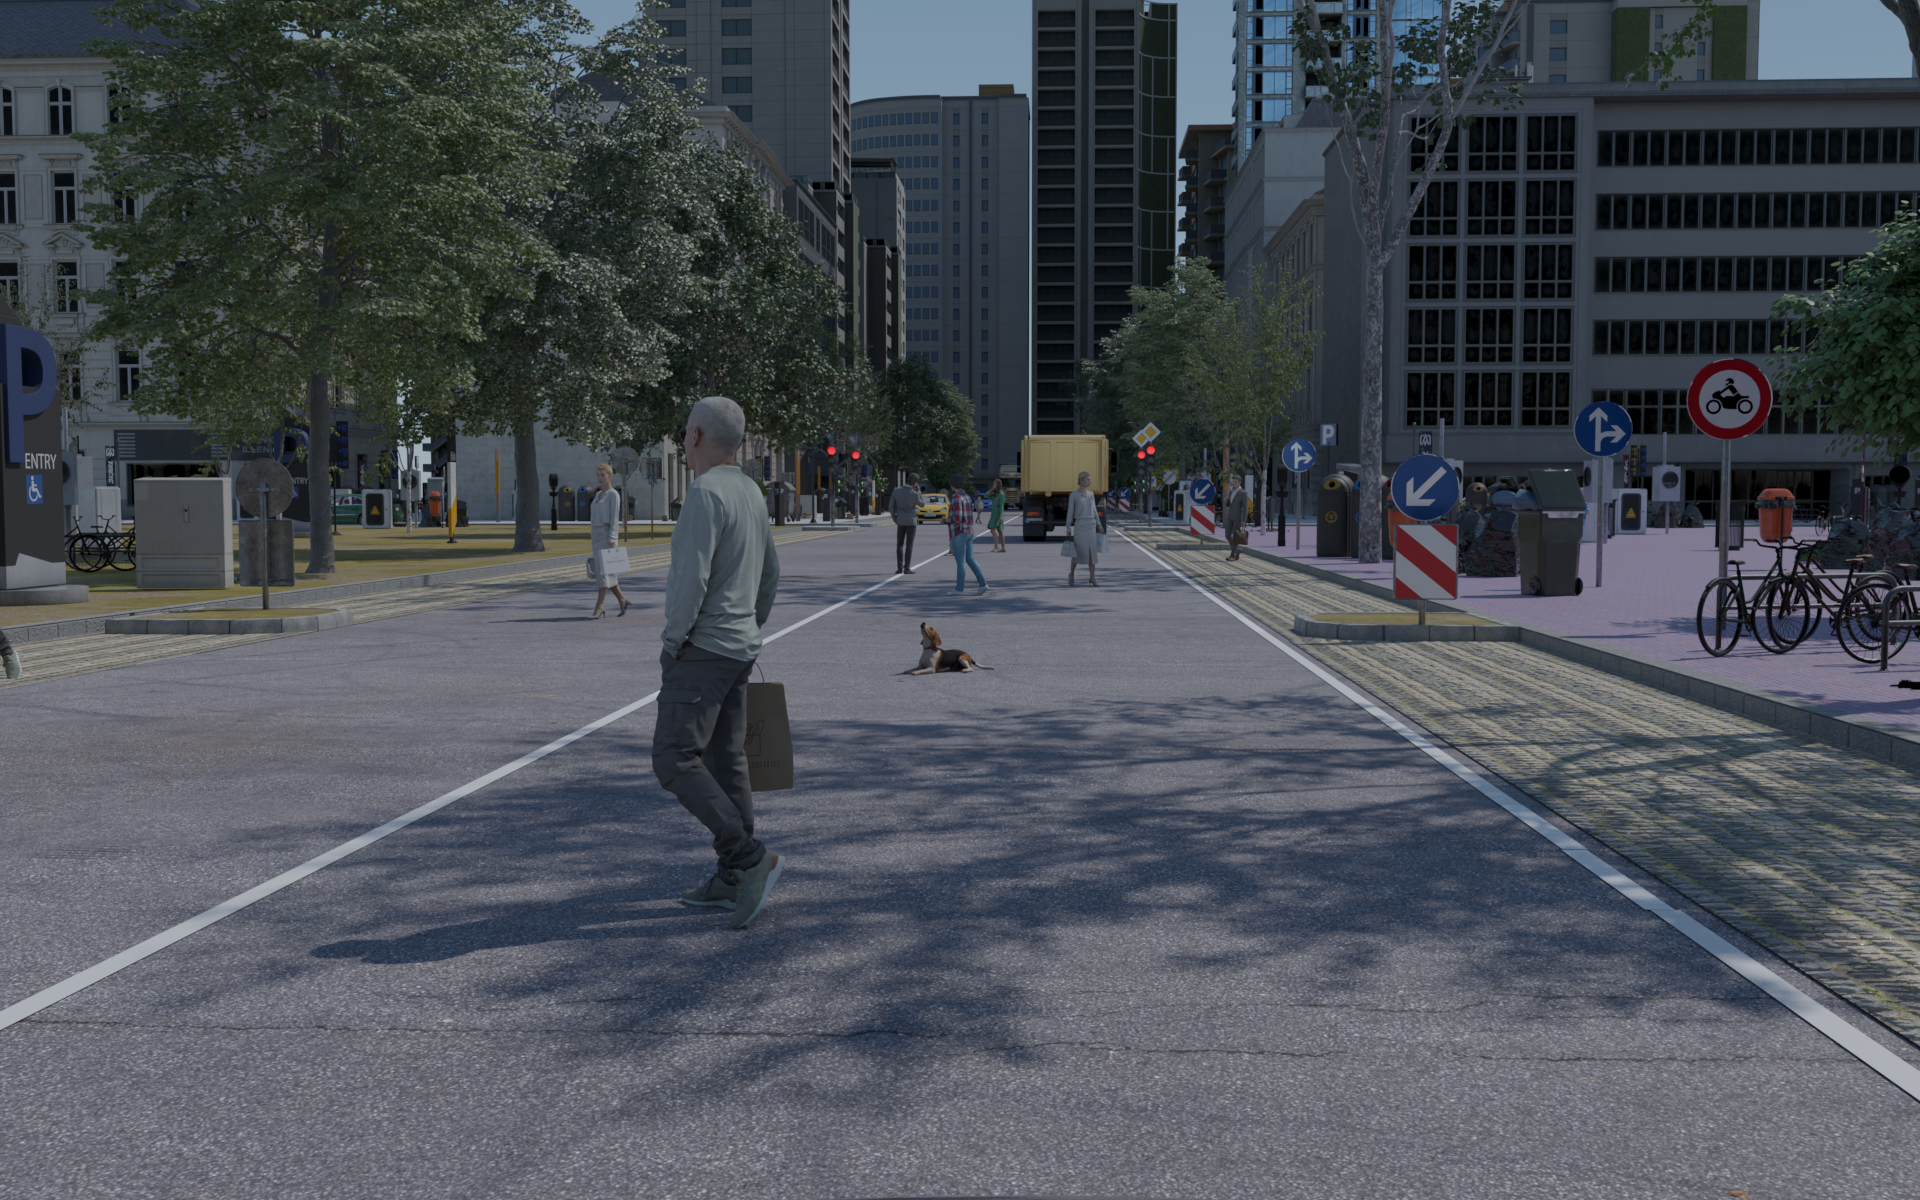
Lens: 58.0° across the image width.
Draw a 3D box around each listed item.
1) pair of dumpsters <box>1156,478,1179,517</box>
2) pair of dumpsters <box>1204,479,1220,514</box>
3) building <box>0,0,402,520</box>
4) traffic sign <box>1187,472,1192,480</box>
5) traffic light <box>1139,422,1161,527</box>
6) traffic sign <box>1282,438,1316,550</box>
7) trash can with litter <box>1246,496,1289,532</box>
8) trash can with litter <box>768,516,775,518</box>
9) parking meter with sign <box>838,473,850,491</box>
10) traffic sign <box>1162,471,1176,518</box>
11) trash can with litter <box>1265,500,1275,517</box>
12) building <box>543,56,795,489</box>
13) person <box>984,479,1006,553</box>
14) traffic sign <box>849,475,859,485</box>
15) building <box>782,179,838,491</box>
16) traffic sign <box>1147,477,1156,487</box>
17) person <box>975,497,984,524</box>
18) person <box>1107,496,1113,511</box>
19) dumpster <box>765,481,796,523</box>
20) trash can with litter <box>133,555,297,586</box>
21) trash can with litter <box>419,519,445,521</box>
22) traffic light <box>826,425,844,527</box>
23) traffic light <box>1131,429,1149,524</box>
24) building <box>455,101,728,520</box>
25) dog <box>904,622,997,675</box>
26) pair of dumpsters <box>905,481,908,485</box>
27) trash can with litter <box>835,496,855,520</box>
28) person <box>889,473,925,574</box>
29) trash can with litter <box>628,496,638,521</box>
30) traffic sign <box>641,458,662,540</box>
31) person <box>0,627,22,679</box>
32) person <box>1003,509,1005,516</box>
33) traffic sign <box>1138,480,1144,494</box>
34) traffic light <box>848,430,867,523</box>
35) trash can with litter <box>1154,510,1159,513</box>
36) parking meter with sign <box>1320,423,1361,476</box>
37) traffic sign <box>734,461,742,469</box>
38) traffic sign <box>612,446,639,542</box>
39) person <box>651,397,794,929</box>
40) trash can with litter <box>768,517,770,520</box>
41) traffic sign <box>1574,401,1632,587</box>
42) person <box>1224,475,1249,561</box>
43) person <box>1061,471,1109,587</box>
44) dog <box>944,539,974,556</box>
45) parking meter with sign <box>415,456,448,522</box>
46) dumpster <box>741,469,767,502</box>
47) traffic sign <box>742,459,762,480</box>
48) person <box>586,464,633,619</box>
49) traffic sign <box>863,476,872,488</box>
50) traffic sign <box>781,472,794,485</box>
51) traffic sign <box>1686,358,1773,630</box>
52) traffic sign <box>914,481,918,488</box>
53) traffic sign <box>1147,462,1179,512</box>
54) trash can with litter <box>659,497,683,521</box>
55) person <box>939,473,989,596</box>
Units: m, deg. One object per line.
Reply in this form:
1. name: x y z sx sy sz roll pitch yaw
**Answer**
1. pair of dumpsters: 11.846 -5.768 96.799 1.574 2.255 4.437 0 4 3
2. pair of dumpsters: 12.820 -5.449 91.584 1.574 2.255 4.437 0 4 3
3. building: -54.617 -19.407 93.720 44.131 29.872 17.030 0 4 3
4. traffic sign: 13.472 -6.230 101.863 0.884 2.594 0.081 1 4 11
5. traffic light: 7.395 -4.804 67.460 0.839 4.253 0.868 0 4 3
6. traffic sign: 7.776 -2.426 39.774 0.768 2.556 0.104 1 4 8
7. trash can with litter: 10.418 -2.946 59.227 1.678 1.210 2.233 1 4 23
8. trash can with litter: -10.631 -4.894 91.072 2.233 1.210 1.678 -2 4 -32
9. parking meter with sign: -9.304 -9.113 145.253 1.738 3.016 0.543 -2 4 -29
10. traffic sign: 11.359 -5.747 94.069 0.768 2.556 0.104 1 4 9
11. trash can with litter: 16.157 -4.886 91.272 0.624 1.170 1.055 -3 5 -45
12. building: -19.399 -19.939 113.386 14.401 28.519 23.554 0 4 3
13. person: 0.933 -2.052 42.301 0.529 1.795 0.600 -2 4 -34
14. traffic sign: -6.877 -6.882 112.626 0.768 2.556 0.104 1 4 9
15. building: -18.168 -21.016 137.118 14.314 27.812 24.014 0 4 3
16. traffic sign: 11.318 -6.142 102.559 0.606 2.300 0.079 0 4 4
17. person: 0.932 -4.337 83.679 0.475 1.303 0.640 -3 5 -40
18. person: 11.425 -7.523 131.685 0.537 1.800 0.526 3 4 36
19. dumpster: -8.195 -4.460 78.682 1.264 1.857 1.865 0 4 3
20. trash can with litter: -10.839 -0.866 25.222 2.233 1.210 1.678 -2 4 -27
21. trash can with litter: -24.982 -4.381 82.680 2.233 1.210 1.678 3 5 39
22. traffic light: -4.995 -4.847 68.176 0.839 4.253 0.868 0 4 3
23. traffic light: 7.867 -5.291 75.431 0.839 4.253 0.868 0 4 3
24. building: -19.186 -14.583 93.178 10.420 20.320 16.860 0 4 3
25. dog: -0.071 0.384 13.921 0.748 0.427 0.550 0 4 2
26. pair of dumpsters: -4.387 -7.747 129.156 1.574 2.255 4.437 0 4 3
27. trash can with litter: -5.785 -4.664 87.645 1.055 1.170 0.624 2 4 24
28. person: -0.958 -1.368 31.043 0.592 1.802 0.473 2 4 33
29. trash can with litter: -15.809 -4.388 83.136 0.624 1.170 1.055 0 4 -8
30. traffic sign: -8.641 -2.842 48.589 0.606 2.300 0.079 0 4 7
31. person: -7.693 -0.267 13.345 0.782 1.767 0.515 2 4 26
32. person: 2.815 -6.284 115.516 0.394 1.301 0.425 0 4 8
33. traffic sign: 13.749 -7.988 130.606 0.884 2.594 0.081 1 4 9
34. traffic light: -4.523 -5.335 76.147 0.839 4.253 0.868 0 4 3
35. trash can with litter: 14.318 -6.748 121.388 2.233 1.210 1.678 0 4 3
36. parking meter with sign: 9.840 -2.885 43.425 1.738 3.016 0.543 -2 4 -33
37. traffic sign: -8.715 -4.056 66.416 0.768 2.556 0.104 1 4 10
38. traffic sign: -8.960 -2.829 46.355 0.768 2.556 0.104 1 4 9
39. person: -0.780 0.179 6.055 0.515 1.767 0.782 1 4 13
40. trash can with litter: -9.701 -4.450 84.142 0.624 1.170 1.055 1 4 20
41. traffic sign: 8.822 -1.452 23.843 0.768 2.556 0.104 1 4 10
42. person: 5.870 -1.731 36.760 0.622 1.834 0.822 3 5 40
43. person: 1.931 -1.102 26.873 0.694 1.780 0.624 -1 4 -16
44. dog: -0.011 -1.231 40.325 0.748 0.427 0.550 0 4 0
45. parking meter with sign: -23.928 -5.065 79.070 1.738 3.016 0.543 0 4 -7
46. dumpster: -8.120 -3.812 64.818 1.502 2.255 1.985 0 4 4
47. traffic sign: -7.522 -3.825 62.648 0.768 2.556 0.104 1 4 12
48. person: -4.039 -0.680 19.975 0.624 1.780 0.694 -2 4 -28
49. traffic sign: -5.756 -6.562 108.480 0.795 2.450 0.064 0 4 8
50. traffic sign: -8.108 -4.854 81.495 0.606 2.300 0.079 0 4 8
51. traffic sign: 7.218 -0.992 16.333 0.768 2.556 0.104 0 4 8
52. traffic sign: -3.989 -9.163 149.928 0.768 2.556 0.104 0 4 6
53. traffic sign: 12.813 -7.007 108.440 2.265 3.308 0.079 1 4 9
54. trash can with litter: -13.616 -4.293 81.574 1.055 1.170 0.624 -1 4 -16
55. person: 0.054 -0.919 24.362 0.643 1.720 0.563 2 4 23
